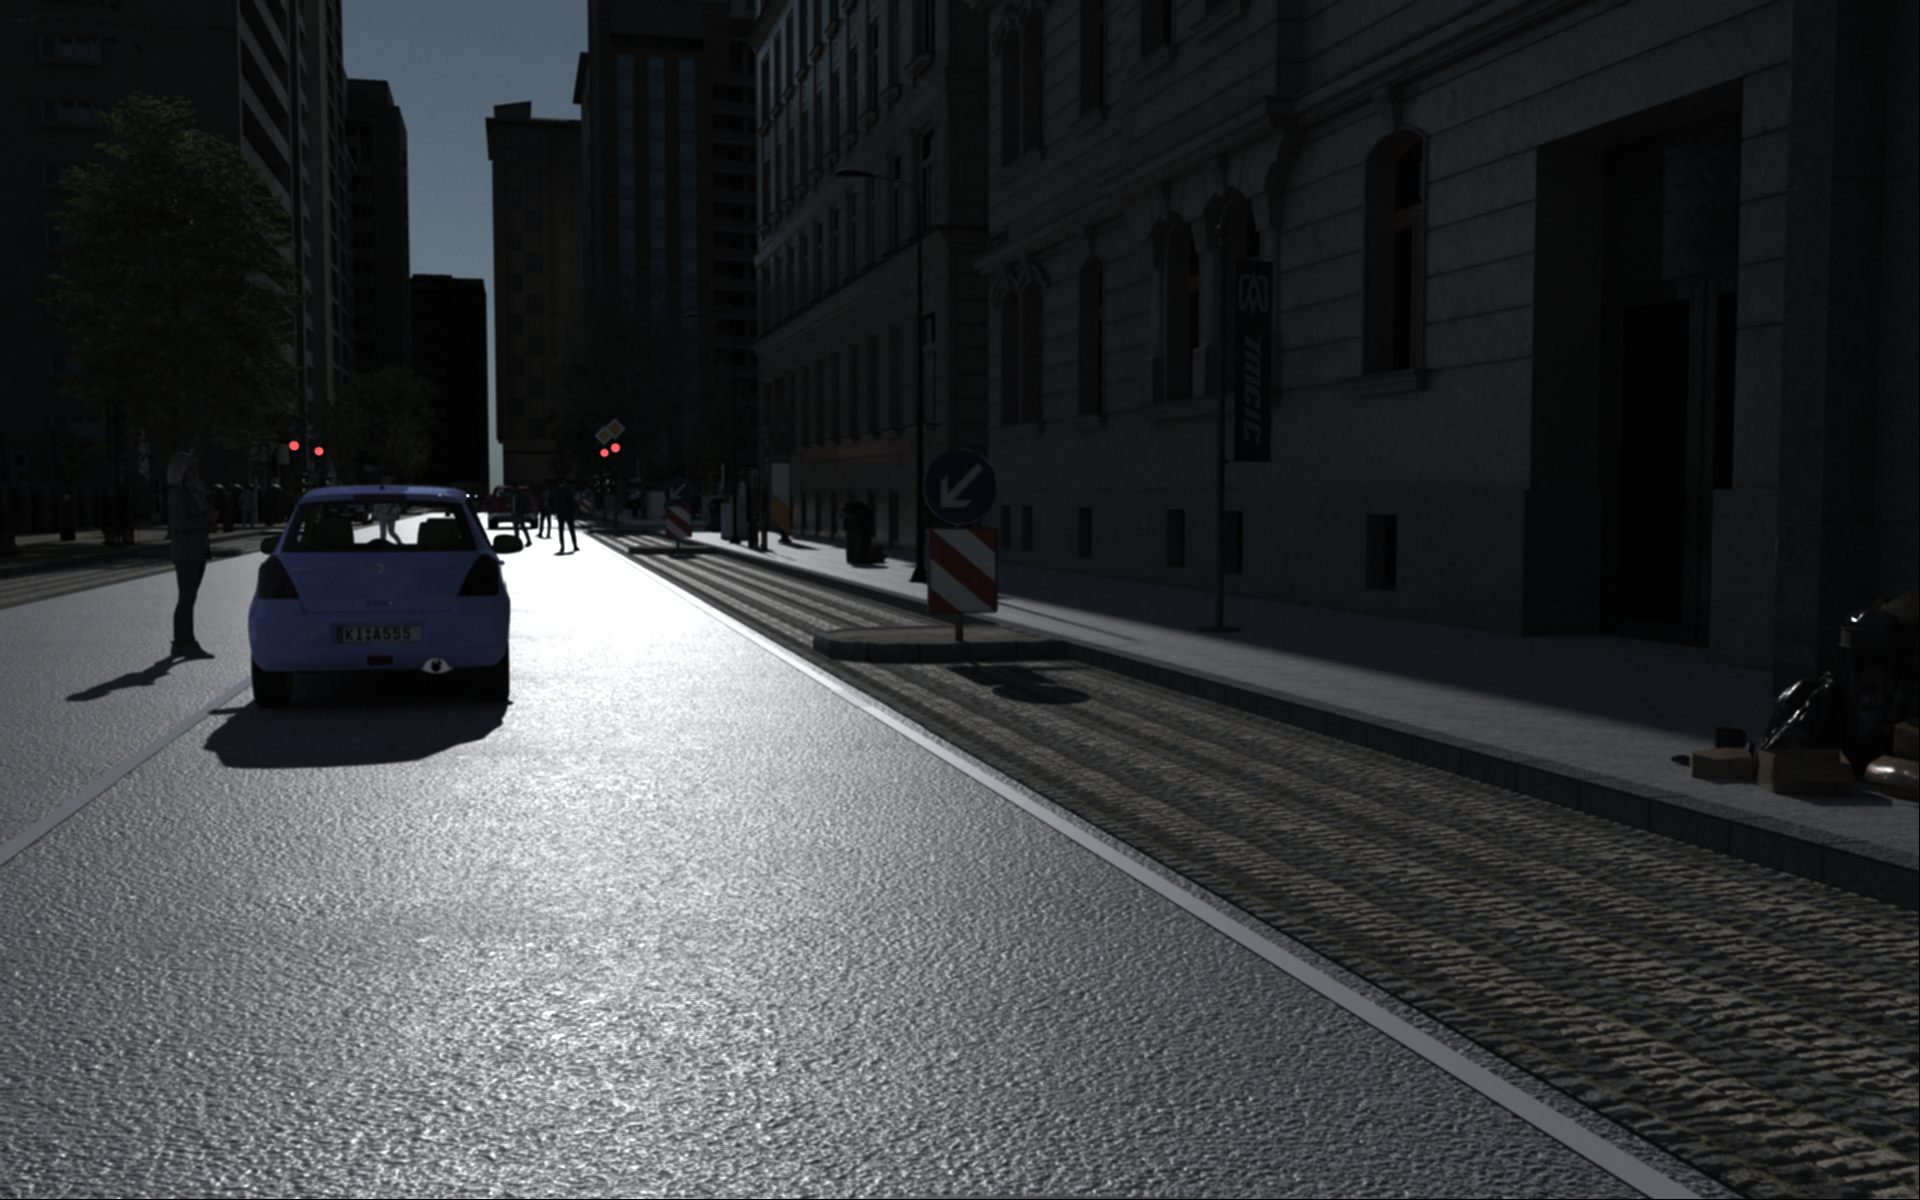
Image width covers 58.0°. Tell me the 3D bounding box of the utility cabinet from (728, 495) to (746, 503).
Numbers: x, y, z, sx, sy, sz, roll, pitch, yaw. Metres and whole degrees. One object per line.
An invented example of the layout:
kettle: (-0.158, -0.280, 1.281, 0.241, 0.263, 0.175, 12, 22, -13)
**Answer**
utility cabinet: (-11.874, -4.982, 92.613, 1.020, 1.237, 0.306, -2, 4, -29)

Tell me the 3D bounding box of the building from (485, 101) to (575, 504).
building: (-51.570, -39.954, 242.485, 27.495, 52.752, 28.713, -1, 4, -14)

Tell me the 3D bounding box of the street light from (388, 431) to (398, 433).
street light: (-42.304, -9.518, 128.166, 1.470, 5.913, 1.316, -1, 4, -14)

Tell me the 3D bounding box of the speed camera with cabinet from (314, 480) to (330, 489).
speed camera with cabinet: (-40.041, -7.069, 109.910, 2.038, 3.252, 0.660, 3, 5, 44)

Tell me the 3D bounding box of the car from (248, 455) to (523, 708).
car: (-4.286, -0.213, 13.075, 1.945, 1.707, 3.694, -1, 4, -16)

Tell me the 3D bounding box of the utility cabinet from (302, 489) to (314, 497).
utility cabinet: (-31.244, -4.561, 83.246, 0.318, 1.500, 1.173, -3, 5, -43)

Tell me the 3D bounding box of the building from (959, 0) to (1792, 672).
building: (9.207, -14.440, 23.481, 14.401, 28.519, 23.554, -1, 4, -14)

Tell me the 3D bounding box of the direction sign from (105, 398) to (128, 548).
direction sign: (-20.057, -3.010, 41.205, 0.379, 3.537, 0.876, 0, 4, -1)

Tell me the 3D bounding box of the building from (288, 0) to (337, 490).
building: (-51.129, -26.589, 118.325, 14.154, 41.232, 14.086, -1, 4, -14)

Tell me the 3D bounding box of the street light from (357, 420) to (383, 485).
street light: (-37.111, -8.312, 108.438, 1.470, 5.913, 1.316, -1, 4, -14)

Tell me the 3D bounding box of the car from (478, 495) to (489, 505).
car: (-54.615, -11.398, 198.929, 1.945, 1.354, 3.894, -1, 4, -13)

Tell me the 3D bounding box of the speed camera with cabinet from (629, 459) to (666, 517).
speed camera with cabinet: (-17.558, -6.293, 97.219, 2.038, 3.252, 0.660, -3, 5, -41)

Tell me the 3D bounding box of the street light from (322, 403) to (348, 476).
street light: (-31.995, -7.102, 88.663, 1.470, 5.913, 1.316, -1, 4, -14)

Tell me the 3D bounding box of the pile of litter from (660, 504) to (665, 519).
pile of litter: (-14.981, -4.658, 90.122, 1.176, 0.858, 1.719, -2, 4, -28)

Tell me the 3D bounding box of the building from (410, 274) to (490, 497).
building: (-70.227, -28.090, 230.977, 14.107, 30.474, 14.160, -1, 4, -14)

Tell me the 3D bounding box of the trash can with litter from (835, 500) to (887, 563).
trash can with litter: (-1.818, -1.276, 32.251, 0.624, 1.170, 1.055, 2, 4, 26)

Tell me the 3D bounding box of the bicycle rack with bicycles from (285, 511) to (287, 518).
bicycle rack with bicycles: (-33.960, -4.313, 83.893, 2.925, 0.926, 2.852, 0, 4, 8)

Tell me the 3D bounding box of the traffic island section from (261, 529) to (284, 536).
traffic island section: (-23.502, -2.389, 61.346, 2.009, 0.180, 2.903, -1, 4, -14)

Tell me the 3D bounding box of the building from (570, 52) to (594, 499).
building: (-30.776, -37.773, 206.825, 28.713, 52.752, 27.495, -1, 4, -14)

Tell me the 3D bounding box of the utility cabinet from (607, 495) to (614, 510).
utility cabinet: (-28.070, -7.815, 138.930, 1.020, 1.237, 0.306, 0, 4, -8)

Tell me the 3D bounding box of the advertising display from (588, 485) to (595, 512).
advertising display: (-26.011, -7.157, 122.230, 0.123, 1.923, 0.974, -2, 4, -33)

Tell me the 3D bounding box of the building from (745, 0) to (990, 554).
building: (3.236, -13.270, 50.248, 16.112, 22.955, 30.059, -1, 4, -14)

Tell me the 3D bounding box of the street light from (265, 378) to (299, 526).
street light: (-27.051, -5.908, 69.137, 1.470, 5.913, 1.316, -1, 4, -14)

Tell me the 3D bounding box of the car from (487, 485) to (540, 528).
car: (-19.064, -3.994, 73.979, 2.281, 1.827, 5.304, -1, 4, -13)

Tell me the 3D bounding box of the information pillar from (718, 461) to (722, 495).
information pillar: (-17.216, -8.123, 124.170, 0.183, 3.616, 0.504, -2, 4, -31)

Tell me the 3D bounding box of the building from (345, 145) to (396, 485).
building: (-72.610, -29.182, 169.001, 32.217, 40.220, 23.993, -1, 4, -14)

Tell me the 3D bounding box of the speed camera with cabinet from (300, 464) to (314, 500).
speed camera with cabinet: (-42.794, -7.248, 112.847, 0.660, 3.252, 2.038, 3, 4, 38)

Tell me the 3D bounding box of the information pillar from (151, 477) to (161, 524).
information pillar: (-35.052, -4.343, 75.494, 0.304, 2.012, 0.304, -3, 5, -44)

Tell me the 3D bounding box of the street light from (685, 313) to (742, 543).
street light: (-6.380, -4.420, 44.809, 1.470, 5.913, 1.316, -1, 4, -14)

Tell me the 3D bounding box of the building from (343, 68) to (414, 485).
building: (-74.581, -35.148, 198.375, 21.600, 48.544, 21.300, -1, 4, -14)

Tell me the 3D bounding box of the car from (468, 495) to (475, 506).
car: (-32.516, -6.147, 112.508, 2.014, 1.417, 4.499, -1, 4, -15)

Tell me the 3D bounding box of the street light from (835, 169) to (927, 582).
street light: (-1.106, -3.211, 25.047, 1.470, 5.913, 1.316, -1, 4, -14)

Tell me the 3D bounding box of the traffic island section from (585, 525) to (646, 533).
traffic island section: (-12.709, -2.558, 64.105, 2.009, 0.180, 2.903, -1, 4, -14)

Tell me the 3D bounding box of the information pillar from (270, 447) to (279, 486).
information pillar: (-34.418, -5.852, 87.035, 0.504, 3.616, 0.183, 2, 4, 30)

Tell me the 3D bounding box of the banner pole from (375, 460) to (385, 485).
banner pole: (-41.975, -8.274, 125.291, 0.863, 3.779, 0.401, 0, 4, -8)

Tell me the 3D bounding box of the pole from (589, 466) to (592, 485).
pole: (-27.264, -8.190, 127.746, 0.158, 3.312, 0.155, 0, 3, 0)

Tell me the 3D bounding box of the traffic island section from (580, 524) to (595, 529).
traffic island section: (-14.698, -3.031, 71.840, 2.009, 0.180, 2.903, -1, 4, -14)

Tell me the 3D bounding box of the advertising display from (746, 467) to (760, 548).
advertising display: (-4.997, -2.239, 41.821, 0.123, 1.923, 0.974, 0, 4, 6)

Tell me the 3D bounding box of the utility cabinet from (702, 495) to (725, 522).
utility cabinet: (-11.186, -4.122, 78.556, 1.020, 1.237, 0.306, -1, 4, -18)

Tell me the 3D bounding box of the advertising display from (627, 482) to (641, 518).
advertising display: (-17.745, -5.464, 94.556, 0.974, 1.923, 0.123, 2, 4, 30)

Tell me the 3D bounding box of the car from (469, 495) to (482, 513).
car: (-37.746, -7.382, 133.277, 1.945, 1.354, 3.894, -1, 4, -13)

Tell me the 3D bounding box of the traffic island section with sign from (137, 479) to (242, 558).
traffic island section with sign: (-17.605, -1.899, 39.673, 1.989, 1.847, 2.006, -1, 4, -14)

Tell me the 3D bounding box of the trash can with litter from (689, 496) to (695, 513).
trash can with litter: (-17.108, -6.215, 113.001, 1.055, 1.170, 0.624, -3, 5, -39)

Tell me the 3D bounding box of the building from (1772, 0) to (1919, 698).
building: (13.431, -11.258, 2.095, 12.078, 24.808, 19.932, -1, 4, -14)

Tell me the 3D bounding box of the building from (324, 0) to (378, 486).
building: (-61.209, -43.354, 147.094, 20.563, 71.187, 20.611, -1, 4, -14)

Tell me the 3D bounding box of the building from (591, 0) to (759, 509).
building: (-25.536, -30.916, 155.594, 14.600, 45.320, 14.200, -1, 4, -14)

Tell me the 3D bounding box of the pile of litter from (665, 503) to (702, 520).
pile of litter: (-13.534, -4.421, 86.242, 1.719, 0.858, 1.176, 3, 4, 36)

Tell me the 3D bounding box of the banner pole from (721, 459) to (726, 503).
banner pole: (-16.726, -8.108, 122.581, 0.401, 3.779, 0.863, 1, 4, 15)

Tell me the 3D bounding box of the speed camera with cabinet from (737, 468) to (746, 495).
speed camera with cabinet: (-16.238, -8.358, 130.996, 0.660, 3.252, 2.038, 2, 4, 33)

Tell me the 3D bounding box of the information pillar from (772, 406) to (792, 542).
information pillar: (-4.766, -3.357, 46.247, 0.504, 3.616, 0.183, 0, 4, 8)

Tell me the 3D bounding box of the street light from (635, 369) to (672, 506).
street light: (-11.338, -5.614, 64.332, 1.470, 5.913, 1.316, -1, 4, -14)

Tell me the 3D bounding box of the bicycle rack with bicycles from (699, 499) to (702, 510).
bicycle rack with bicycles: (-20.658, -7.809, 141.063, 2.852, 0.926, 2.925, 0, 4, -3)

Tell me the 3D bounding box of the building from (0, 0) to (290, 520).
building: (-48.262, -28.655, 92.206, 21.300, 48.544, 21.600, -1, 4, -14)

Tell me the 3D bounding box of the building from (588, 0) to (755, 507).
building: (-27.167, -38.869, 177.509, 21.231, 58.520, 28.212, -1, 4, -14)

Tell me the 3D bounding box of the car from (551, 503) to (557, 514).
car: (-29.100, -6.980, 126.708, 1.945, 1.354, 3.894, -1, 4, -15)

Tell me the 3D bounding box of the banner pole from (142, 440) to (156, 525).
banner pole: (-33.157, -4.945, 70.862, 0.863, 3.779, 0.401, 2, 4, 23)

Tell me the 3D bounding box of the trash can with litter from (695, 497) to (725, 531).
trash can with litter: (-8.531, -2.959, 59.768, 0.624, 1.170, 1.055, -2, 4, -34)

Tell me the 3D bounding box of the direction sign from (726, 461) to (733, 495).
direction sign: (-15.460, -7.635, 116.832, 0.876, 3.537, 0.379, 2, 4, 33)

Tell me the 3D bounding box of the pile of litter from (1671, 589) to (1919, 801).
pile of litter: (4.000, 0.392, 7.556, 1.176, 0.858, 1.719, -2, 4, -24)

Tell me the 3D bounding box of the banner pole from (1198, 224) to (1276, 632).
banner pole: (2.632, -1.607, 16.295, 0.863, 3.779, 0.401, -2, 4, -32)
